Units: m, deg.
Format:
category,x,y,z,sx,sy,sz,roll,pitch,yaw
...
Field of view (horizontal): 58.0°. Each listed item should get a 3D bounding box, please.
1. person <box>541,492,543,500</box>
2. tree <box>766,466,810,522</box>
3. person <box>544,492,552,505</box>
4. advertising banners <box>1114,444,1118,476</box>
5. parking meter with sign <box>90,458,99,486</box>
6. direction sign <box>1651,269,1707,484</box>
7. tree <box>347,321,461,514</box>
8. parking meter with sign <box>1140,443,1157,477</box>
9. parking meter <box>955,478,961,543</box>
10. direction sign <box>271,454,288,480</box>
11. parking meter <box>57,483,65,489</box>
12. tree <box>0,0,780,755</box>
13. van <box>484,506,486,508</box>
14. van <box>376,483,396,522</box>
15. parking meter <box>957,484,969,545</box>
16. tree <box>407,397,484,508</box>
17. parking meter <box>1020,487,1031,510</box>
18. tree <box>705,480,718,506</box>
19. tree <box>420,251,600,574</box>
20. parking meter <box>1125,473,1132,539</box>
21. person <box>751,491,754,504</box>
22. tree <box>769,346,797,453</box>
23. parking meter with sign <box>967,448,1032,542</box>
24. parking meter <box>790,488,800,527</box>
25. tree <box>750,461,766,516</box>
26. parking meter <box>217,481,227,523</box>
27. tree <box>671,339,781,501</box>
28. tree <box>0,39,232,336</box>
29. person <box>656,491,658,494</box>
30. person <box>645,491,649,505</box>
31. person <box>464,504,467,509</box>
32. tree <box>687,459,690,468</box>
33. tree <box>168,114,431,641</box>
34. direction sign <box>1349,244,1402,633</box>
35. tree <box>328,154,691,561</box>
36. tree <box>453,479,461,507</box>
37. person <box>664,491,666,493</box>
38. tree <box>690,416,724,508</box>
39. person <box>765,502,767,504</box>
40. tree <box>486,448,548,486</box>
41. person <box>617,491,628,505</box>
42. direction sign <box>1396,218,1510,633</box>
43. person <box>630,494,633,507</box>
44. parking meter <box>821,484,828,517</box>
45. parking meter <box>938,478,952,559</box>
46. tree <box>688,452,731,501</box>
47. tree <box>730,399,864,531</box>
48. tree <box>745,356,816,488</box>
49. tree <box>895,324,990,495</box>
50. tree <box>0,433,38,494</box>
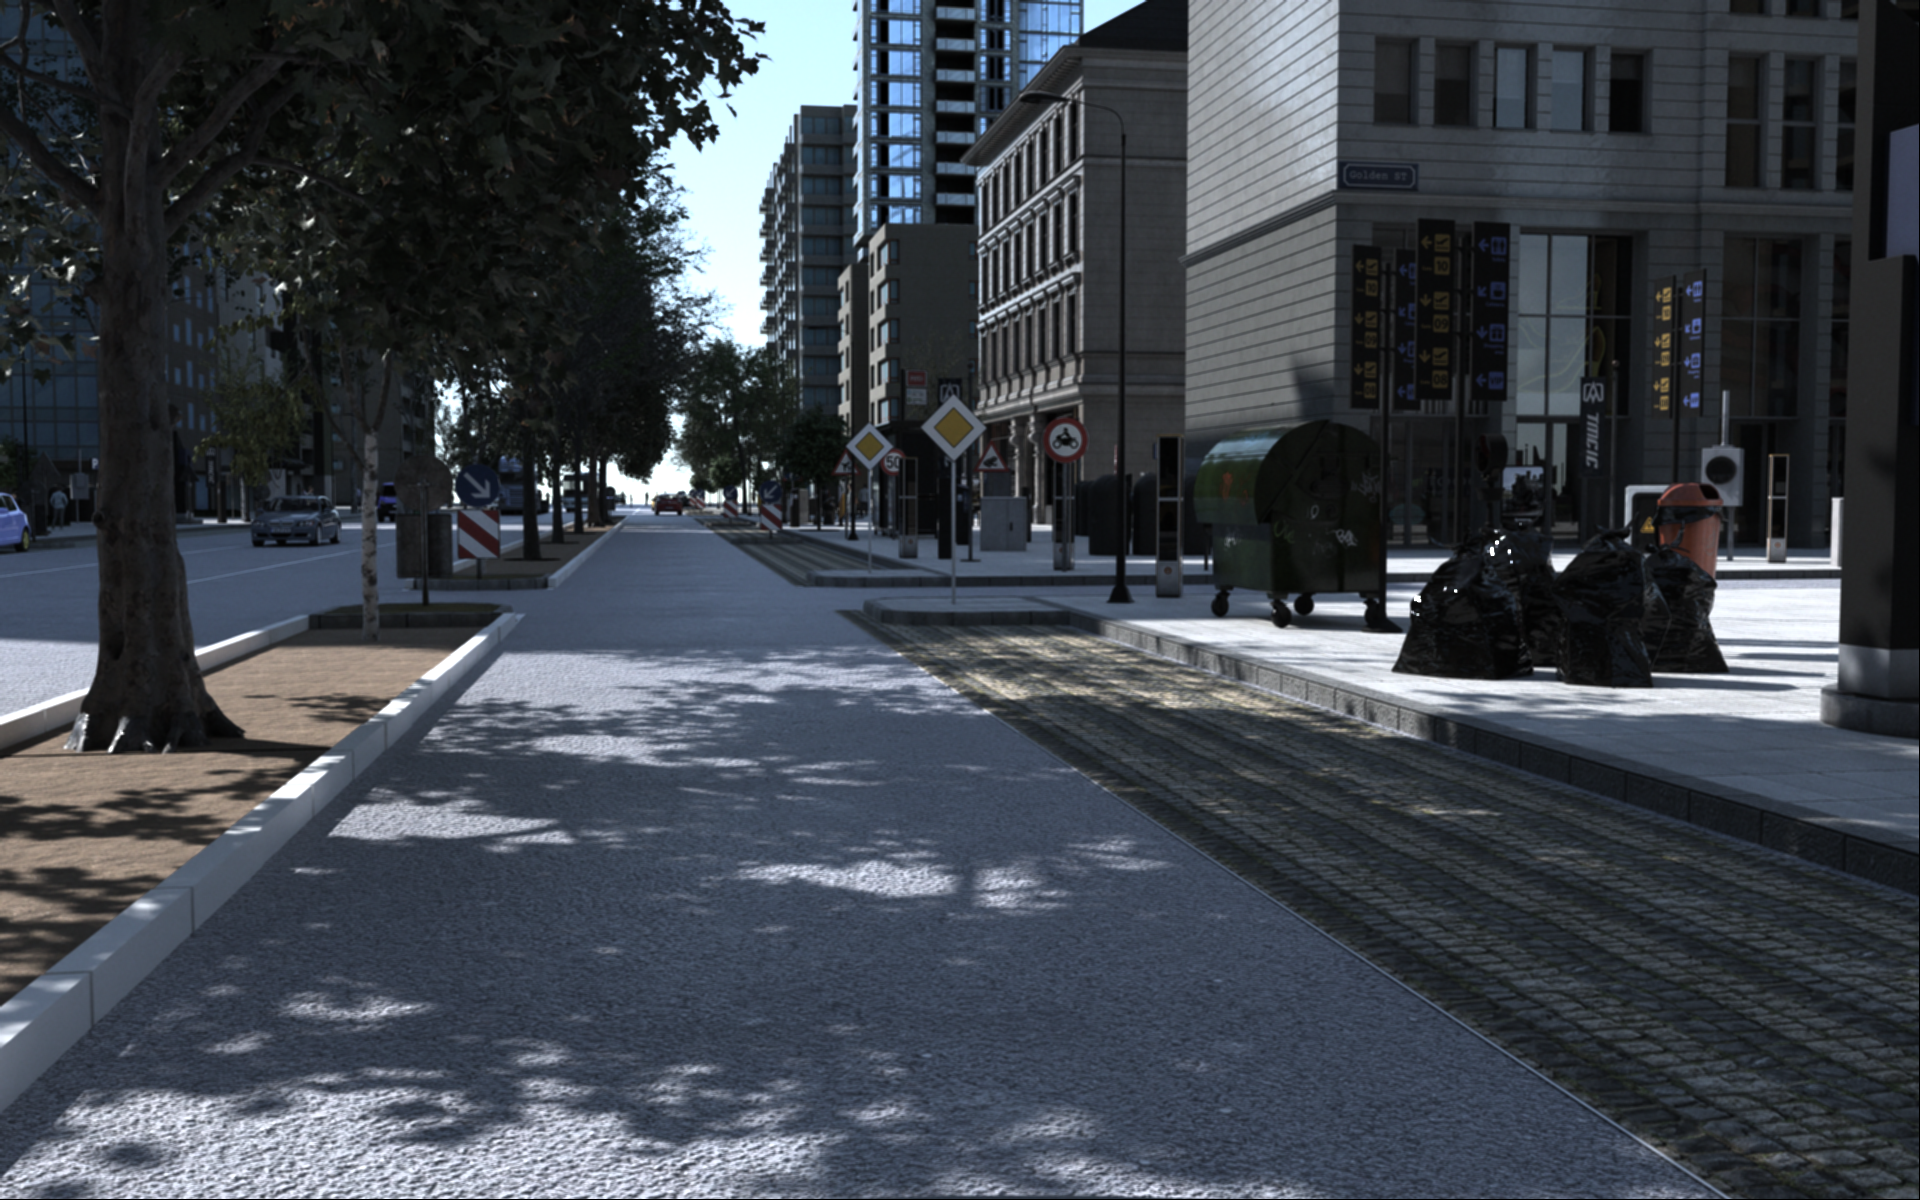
category,x,y,z,sx,sy,sz,roll,pitch,yaw
person,-41.079,-9.827,169.981,0.742,1.727,0.445,3,4,38
tree,-7.830,-5.232,80.145,1.663,3.219,1.824,0,3,0
person,-56.045,-13.849,235.658,1.217,1.736,0.721,1,4,14
advertising banners,5.367,-3.965,61.017,0.090,3.025,2.074,0,4,-3
parking meter with sign,-41.014,-5.345,83.652,1.738,3.016,0.543,0,4,8
direction sign,7.396,-1.584,17.902,0.379,3.537,0.876,-1,4,-10
tree,-38.604,-15.738,113.200,12.611,20.169,13.585,0,3,0
parking meter with sign,6.614,-3.912,60.227,0.543,3.016,1.738,-1,4,-19
parking meter,-0.149,-2.462,45.965,0.255,1.863,0.399,-2,4,-26
direction sign,-38.203,-6.438,97.263,0.876,3.537,0.379,-1,4,-19
parking meter,-47.710,-5.278,92.010,0.399,1.863,0.255,-3,5,-43
tree,-4.672,-5.507,9.501,9.611,12.733,9.660,0,3,0
van,-46.476,-10.061,171.509,2.013,2.044,4.112,-1,4,-10
van,-29.016,-5.247,90.180,2.240,2.365,5.245,-1,4,-9
parking meter,0.100,-2.157,43.675,0.372,1.533,0.369,0,3,0
tree,-47.759,-13.858,160.983,7.601,10.594,8.767,0,4,-7
parking meter,2.338,-3.270,61.879,0.372,1.533,0.369,0,3,0
tree,-27.311,-12.069,191.925,1.663,3.219,1.824,0,3,0
tree,-7.770,-4.588,27.827,4.360,8.622,3.978,0,3,0
parking meter,4.654,-2.643,48.929,0.399,1.863,0.255,0,4,5
person,-27.974,-13.948,234.088,1.348,1.824,0.705,-1,4,-21
tree,-14.106,-11.393,112.034,9.928,11.665,9.643,0,3,0
parking meter with sign,1.013,-3.042,46.004,1.738,3.016,0.543,-1,4,-13
parking meter,-6.392,-3.580,66.937,0.372,1.533,0.369,0,3,0
tree,-11.365,-6.472,100.414,1.663,3.219,1.824,0,3,0
parking meter,-32.479,-4.311,76.193,0.399,1.863,0.255,3,5,39
tree,-18.895,-14.300,140.467,9.857,13.997,8.962,0,3,0
tree,-30.568,-12.549,61.057,12.611,20.169,13.585,0,3,0
person,-43.603,-14.733,249.368,0.705,1.826,1.348,1,4,20
person,-39.766,-12.925,220.276,0.683,1.767,0.568,3,5,39
person,-38.347,-7.648,134.469,0.530,1.710,0.541,0,4,5
tree,-33.195,-16.555,221.042,4.360,8.622,3.978,0,3,0
tree,-5.804,-3.913,16.799,4.737,8.622,4.395,0,3,0
direction sign,3.928,-1.469,16.016,0.876,3.537,0.379,-2,4,-31
tree,-9.311,-6.648,36.902,9.928,11.665,9.643,0,3,0
tree,-48.859,-10.713,169.761,1.663,3.219,1.824,0,3,0
person,-34.544,-11.894,202.950,0.705,1.826,1.348,2,4,29
tree,-22.512,-12.888,161.077,4.360,8.622,3.978,0,3,0
person,-22.201,-11.640,197.031,0.551,1.740,0.621,0,4,-1
tree,-57.952,-18.605,222.323,7.486,12.596,7.792,0,3,0
person,-39.027,-11.732,200.315,1.348,1.824,0.705,1,4,15
direction sign,4.171,-1.373,14.449,0.876,3.537,0.379,-1,4,-17
person,-35.079,-10.604,185.100,0.599,1.433,0.991,0,4,-1
parking meter,-7.588,-5.586,97.048,0.255,1.863,0.399,1,4,19
parking meter,-0.294,-1.748,34.299,0.255,1.863,0.399,0,4,4
tree,-17.538,-9.005,130.943,4.285,4.588,4.351,0,3,0
tree,-4.850,-4.678,60.197,4.285,4.588,4.351,0,3,0
tree,-9.557,-8.703,92.657,4.737,8.622,4.395,0,3,0
tree,-0.893,-7.681,75.944,4.360,8.622,3.978,0,3,0
tree,-51.039,-6.680,92.939,4.285,4.588,4.351,0,3,0
